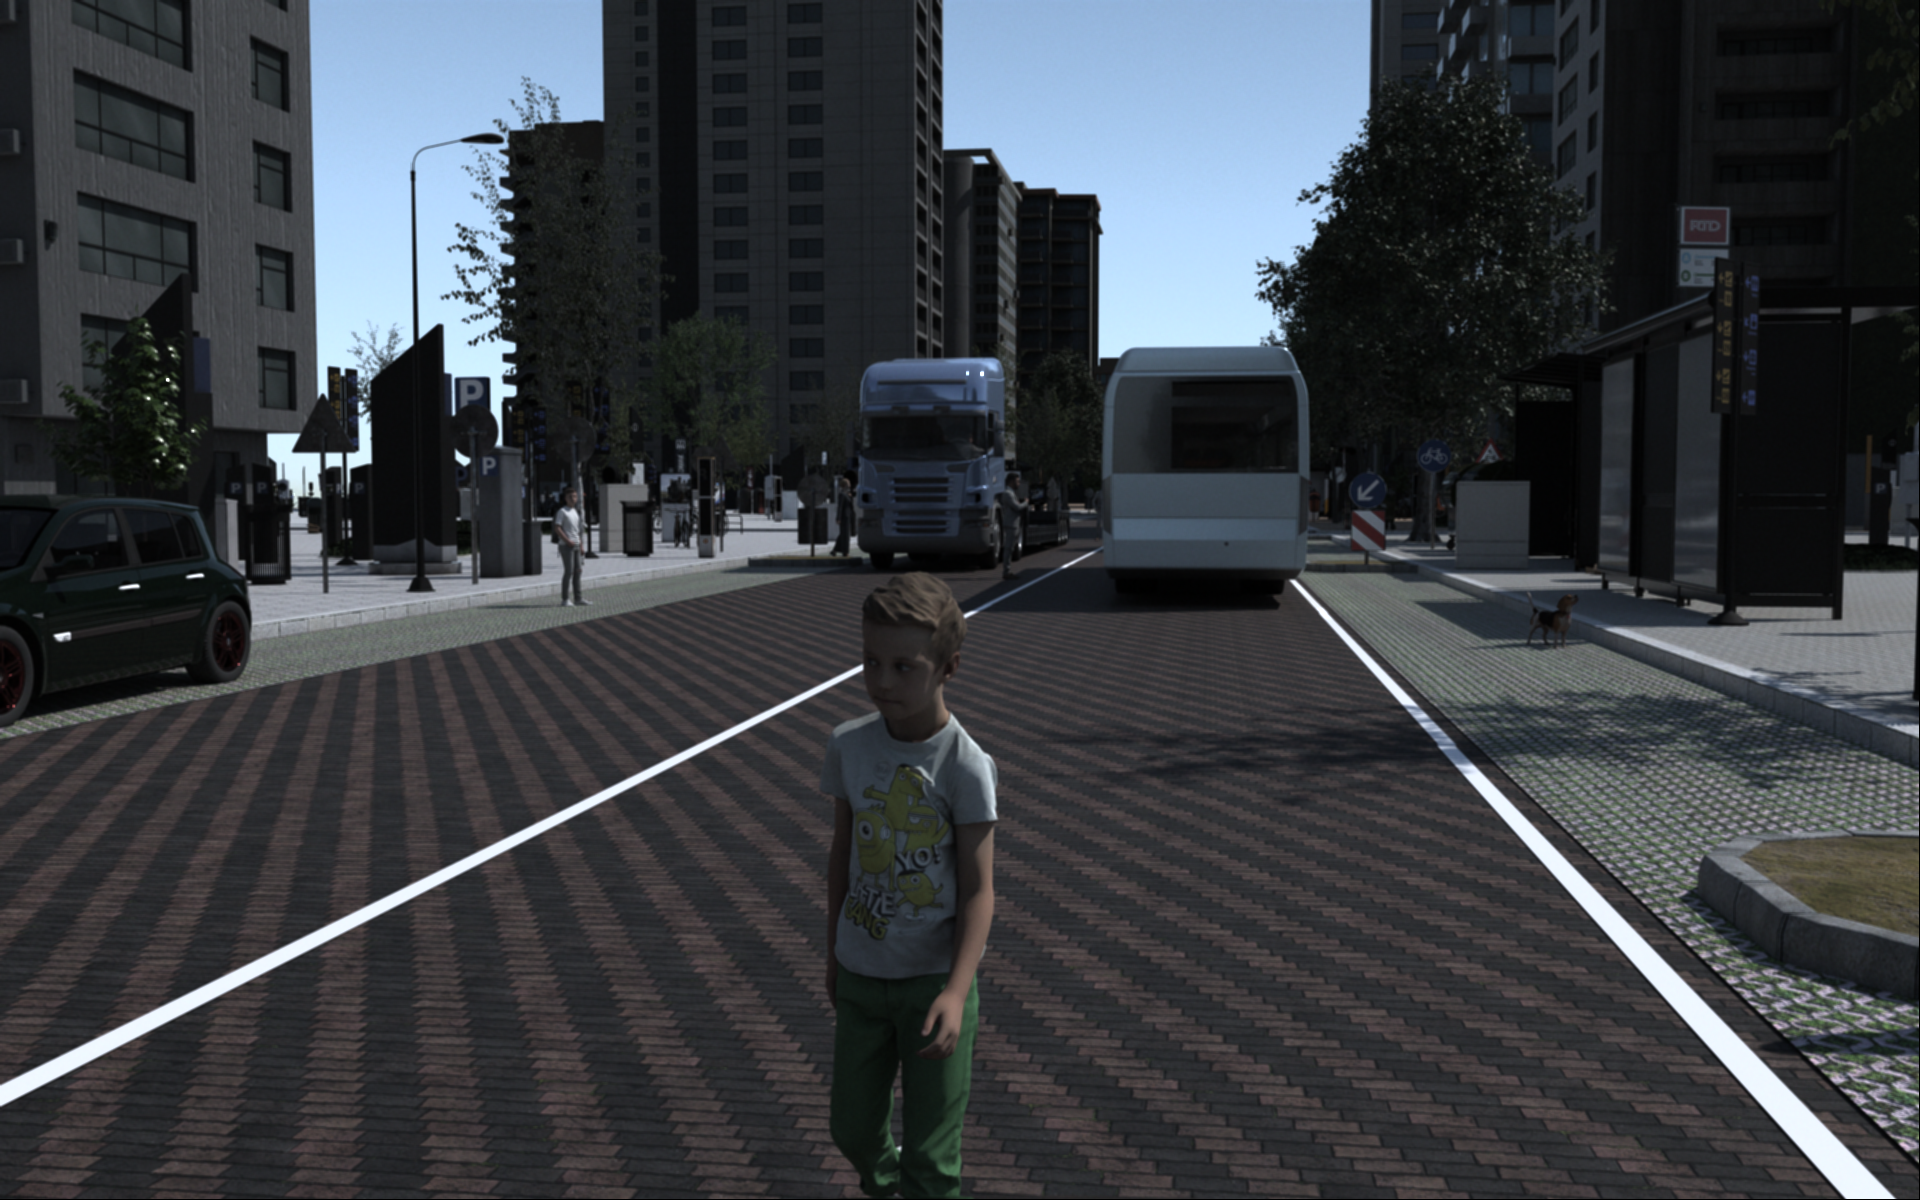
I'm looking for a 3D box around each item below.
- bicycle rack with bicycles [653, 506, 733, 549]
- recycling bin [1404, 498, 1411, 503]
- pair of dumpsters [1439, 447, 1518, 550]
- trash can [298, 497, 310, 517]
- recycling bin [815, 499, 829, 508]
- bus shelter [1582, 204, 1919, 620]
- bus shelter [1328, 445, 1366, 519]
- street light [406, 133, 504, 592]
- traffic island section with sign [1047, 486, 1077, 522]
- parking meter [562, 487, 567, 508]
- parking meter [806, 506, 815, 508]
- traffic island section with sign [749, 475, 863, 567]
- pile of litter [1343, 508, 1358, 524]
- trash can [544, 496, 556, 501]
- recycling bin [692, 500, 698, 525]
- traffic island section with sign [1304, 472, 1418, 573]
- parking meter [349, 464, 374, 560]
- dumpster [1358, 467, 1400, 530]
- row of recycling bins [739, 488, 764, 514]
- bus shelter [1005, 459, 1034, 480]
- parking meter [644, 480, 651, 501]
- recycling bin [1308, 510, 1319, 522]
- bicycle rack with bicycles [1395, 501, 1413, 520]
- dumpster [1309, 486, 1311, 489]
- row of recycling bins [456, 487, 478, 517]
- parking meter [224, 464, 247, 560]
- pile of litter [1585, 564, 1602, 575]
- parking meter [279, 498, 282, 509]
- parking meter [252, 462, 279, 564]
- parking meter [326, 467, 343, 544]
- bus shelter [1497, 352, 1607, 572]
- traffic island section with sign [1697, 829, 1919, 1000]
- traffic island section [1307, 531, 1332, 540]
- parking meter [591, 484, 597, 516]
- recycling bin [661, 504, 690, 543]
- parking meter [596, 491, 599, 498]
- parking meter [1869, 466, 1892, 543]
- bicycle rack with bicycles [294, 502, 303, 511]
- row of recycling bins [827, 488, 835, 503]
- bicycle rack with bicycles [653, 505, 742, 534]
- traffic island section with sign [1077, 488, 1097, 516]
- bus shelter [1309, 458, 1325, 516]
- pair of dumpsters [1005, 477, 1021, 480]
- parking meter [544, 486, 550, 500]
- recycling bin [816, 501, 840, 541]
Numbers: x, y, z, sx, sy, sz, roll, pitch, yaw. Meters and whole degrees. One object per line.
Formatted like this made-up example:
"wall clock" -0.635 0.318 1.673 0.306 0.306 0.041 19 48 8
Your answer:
"bicycle rack with bicycles" -7.148 -1.731 41.683 2.852 0.926 2.925 0 4 0
"recycling bin" 29.776 -6.343 116.257 0.722 1.027 0.722 -1 4 -12
"pair of dumpsters" 11.566 -2.161 37.823 1.574 2.255 4.437 0 4 8
"trash can" -36.268 -5.146 95.793 0.748 1.137 0.748 0 3 0
"recycling bin" -7.502 -4.946 93.417 0.722 1.027 0.722 1 4 22
"bus shelter" 9.279 -2.700 21.779 2.179 5.291 8.768 0 4 8
"bus shelter" 18.805 -5.733 85.020 1.731 3.624 6.357 0 4 8
"street light" -6.560 -3.057 22.529 1.470 5.913 1.316 1 4 8
"traffic island section with sign" 4.802 -4.901 88.759 1.989 1.847 2.006 1 4 8
"parking meter" -31.391 -8.062 137.519 0.399 1.863 0.255 -3 5 -41
"parking meter" -7.060 -4.653 81.792 0.399 1.863 0.255 3 5 42
"traffic island section with sign" -3.015 -1.593 34.666 1.989 1.847 2.006 1 4 8
"pile of litter" 16.907 -3.664 73.868 1.176 0.858 1.719 1 4 9
"trash can" -26.555 -6.153 112.257 0.748 1.137 0.748 0 3 0
"recycling bin" -11.407 -3.720 73.371 0.722 1.027 0.722 1 4 18
"traffic island section with sign" 7.405 -1.442 32.207 1.989 1.847 2.006 1 4 8
"parking meter" -11.588 -1.702 33.534 0.399 1.863 0.255 0 4 3
"dumpster" 15.039 -3.677 62.609 1.502 2.255 1.985 0 4 8
"row of recycling bins" -12.704 -6.497 113.331 3.534 1.692 1.069 -1 4 -19
"bus shelter" 3.181 -6.731 103.979 2.014 3.302 5.546 0 4 8
"parking meter" -12.419 -3.836 68.434 0.399 1.863 0.255 -3 5 -43
"recycling bin" 16.355 -4.210 81.380 0.722 1.027 0.722 -2 4 -27
"bicycle rack with bicycles" 22.241 -4.515 87.205 2.852 0.926 2.925 0 4 0
"dumpster" 18.056 -5.280 92.087 1.264 1.857 1.865 0 4 8
"row of recycling bins" -28.229 -5.421 95.743 3.534 1.692 1.069 0 4 2
"parking meter" -14.002 -1.699 33.493 0.399 1.863 0.255 -1 4 -21
"pile of litter" 10.637 -0.827 27.488 1.176 0.858 1.719 0 4 1
"parking meter" -47.929 -6.947 121.999 0.372 1.533 0.369 0 3 0
"parking meter" -12.804 -1.605 31.953 0.399 1.863 0.255 0 4 1
"parking meter" -13.227 -1.886 36.541 0.255 1.863 0.399 0 4 7
"bus shelter" 11.159 -2.467 31.620 1.731 3.624 6.357 1 4 8
"traffic island section with sign" 3.540 0.190 5.529 1.989 1.847 2.006 1 4 8
"traffic island section" 10.687 -2.000 54.979 2.009 0.180 2.903 1 4 8
"parking meter" -21.489 -5.872 101.715 0.255 1.863 0.399 -1 4 -17
"recycling bin" -7.592 -2.054 46.130 0.722 1.027 0.722 -1 4 -11
"parking meter" -25.629 -6.969 122.346 0.372 1.533 0.369 0 3 0
"parking meter" 19.060 -1.844 35.856 0.399 1.863 0.255 2 4 28
"bicycle rack with bicycles" -50.174 -7.404 134.439 2.925 0.926 2.852 -2 4 -23
"row of recycling bins" -8.236 -6.944 120.641 3.534 1.692 1.069 2 4 33
"bicycle rack with bicycles" -8.272 -2.592 55.756 2.852 0.926 2.925 -2 4 -34
"traffic island section with sign" 8.672 -6.533 115.436 1.989 1.847 2.006 1 4 8
"bus shelter" 20.566 -6.405 98.646 2.014 3.302 5.546 1 4 8
"pair of dumpsters" 2.468 -5.325 89.550 1.574 2.255 4.437 1 4 8
"parking meter" -28.354 -6.922 118.891 0.255 1.863 0.399 -2 4 -34
"recycling bin" -3.417 -2.122 47.245 0.722 1.027 0.722 1 4 10
